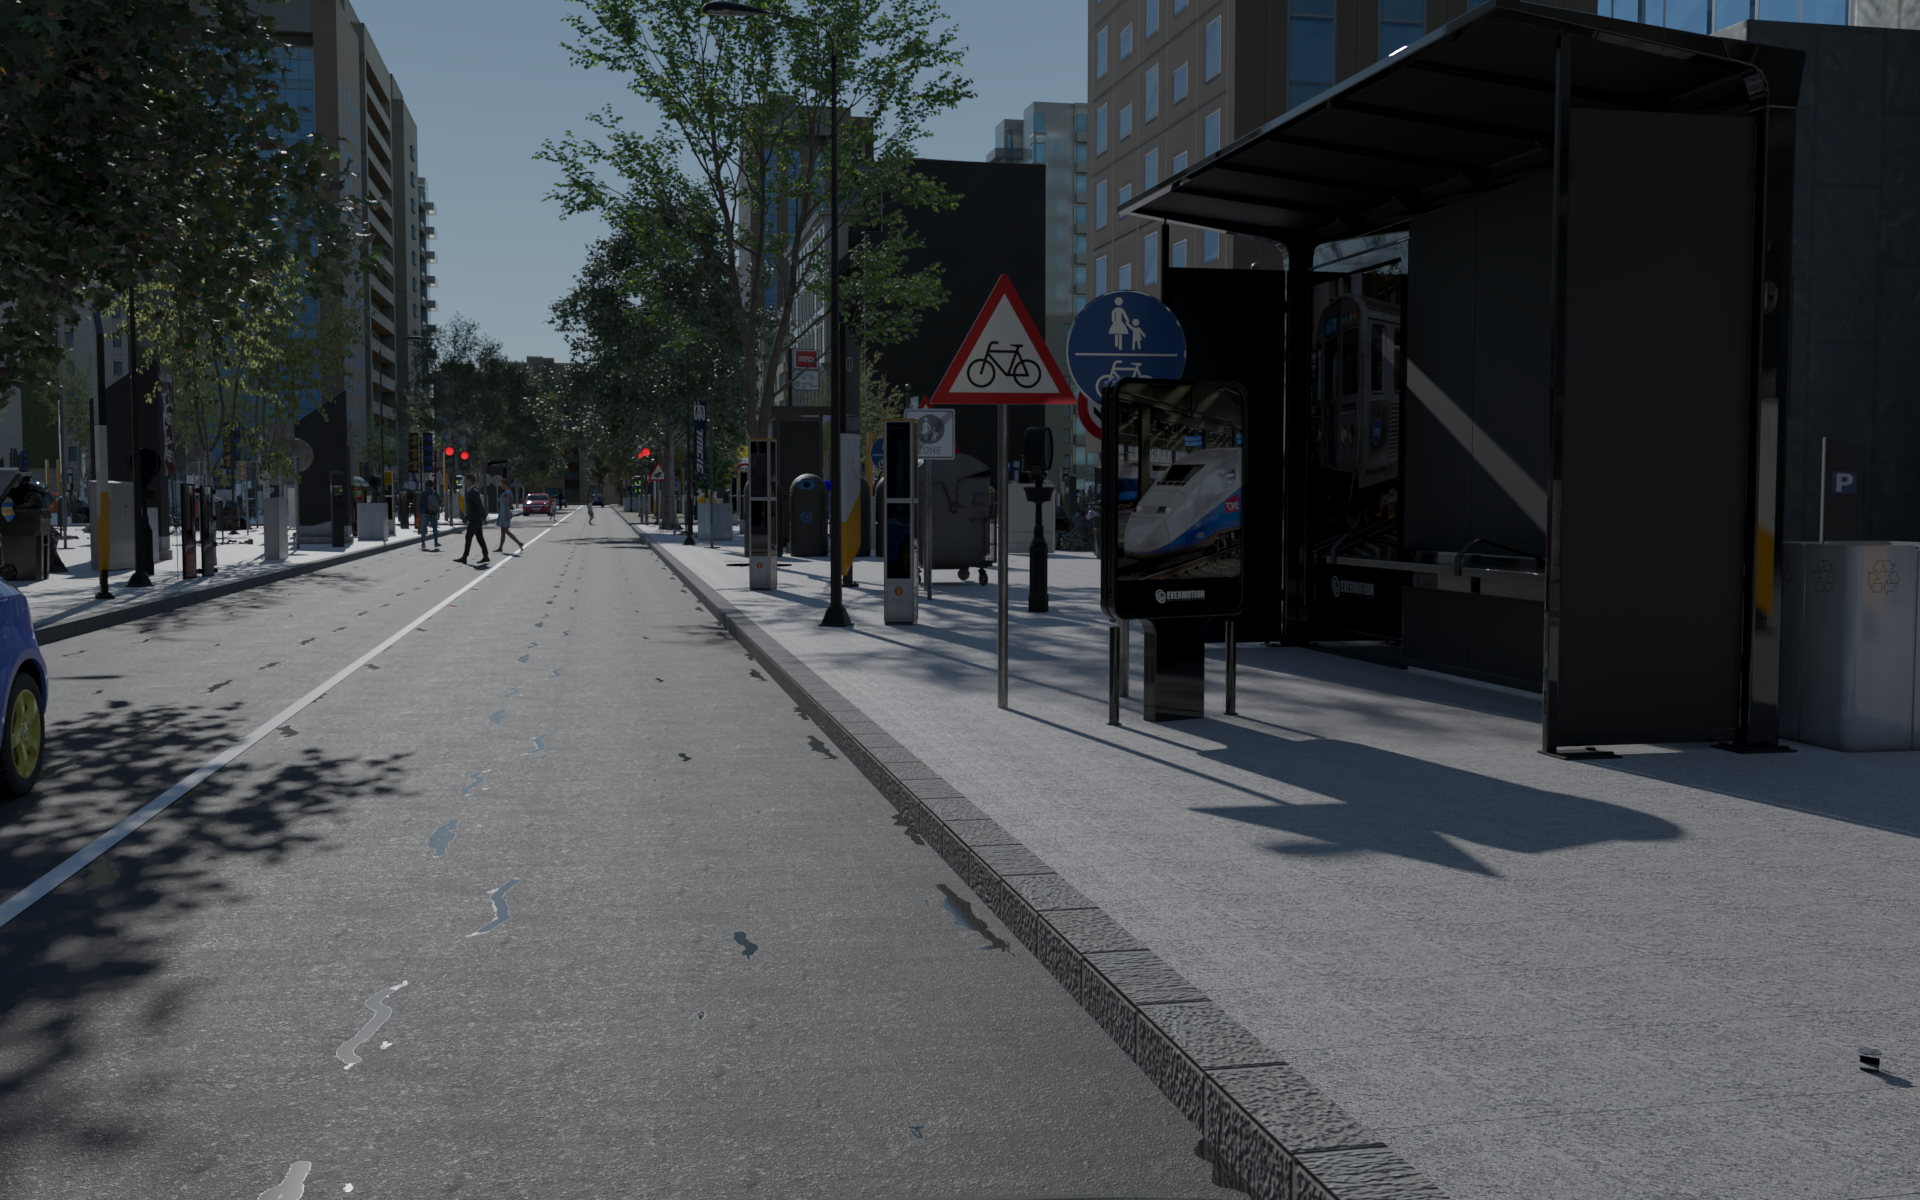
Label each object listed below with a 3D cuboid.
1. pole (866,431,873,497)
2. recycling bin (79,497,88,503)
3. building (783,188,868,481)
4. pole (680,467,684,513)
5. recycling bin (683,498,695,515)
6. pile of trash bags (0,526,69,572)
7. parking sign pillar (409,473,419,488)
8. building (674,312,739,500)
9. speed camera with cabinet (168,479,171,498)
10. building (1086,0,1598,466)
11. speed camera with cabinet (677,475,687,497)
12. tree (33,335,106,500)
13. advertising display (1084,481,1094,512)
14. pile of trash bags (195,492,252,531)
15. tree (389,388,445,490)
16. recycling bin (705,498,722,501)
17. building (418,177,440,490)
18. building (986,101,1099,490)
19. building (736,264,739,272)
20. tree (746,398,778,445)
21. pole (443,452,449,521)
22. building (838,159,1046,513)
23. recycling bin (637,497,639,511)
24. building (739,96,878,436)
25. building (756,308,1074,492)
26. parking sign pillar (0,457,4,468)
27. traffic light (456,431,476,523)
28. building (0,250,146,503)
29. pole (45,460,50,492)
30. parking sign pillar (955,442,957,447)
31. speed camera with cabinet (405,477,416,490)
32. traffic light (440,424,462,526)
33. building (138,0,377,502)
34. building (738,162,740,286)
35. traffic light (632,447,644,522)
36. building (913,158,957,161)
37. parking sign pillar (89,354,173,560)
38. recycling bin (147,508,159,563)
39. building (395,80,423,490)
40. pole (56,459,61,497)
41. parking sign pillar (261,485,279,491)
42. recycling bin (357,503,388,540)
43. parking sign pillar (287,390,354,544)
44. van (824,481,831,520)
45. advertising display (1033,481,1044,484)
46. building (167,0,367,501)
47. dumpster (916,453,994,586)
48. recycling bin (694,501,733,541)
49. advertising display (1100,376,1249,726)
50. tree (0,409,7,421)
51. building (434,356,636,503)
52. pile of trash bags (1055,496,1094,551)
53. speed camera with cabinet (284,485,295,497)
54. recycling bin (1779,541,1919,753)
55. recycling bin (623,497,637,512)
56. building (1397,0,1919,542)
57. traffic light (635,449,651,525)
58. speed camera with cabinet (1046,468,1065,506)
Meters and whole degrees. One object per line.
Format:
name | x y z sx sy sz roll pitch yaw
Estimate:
pole | -2.958 -3.833 56.515 0.158 3.312 0.155 0 3 0
recycling bin | -72.546 -7.978 142.991 0.722 1.027 0.722 1 4 16
building | -7.062 -21.151 143.075 12.463 27.353 25.104 -1 4 -12
pole | -19.137 -7.674 119.312 0.158 3.312 0.155 0 3 0
recycling bin | -16.324 -5.657 105.045 0.722 1.027 0.722 -2 4 -33
pile of trash bags | -15.549 -1.130 28.233 1.912 1.369 3.447 -1 4 -12
parking sign pillar | -41.315 -8.738 131.332 1.447 3.967 1.447 0 4 3
building | -40.071 -29.666 256.745 14.107 30.474 14.160 -1 4 -12
speed camera with cabinet | -48.909 -6.773 105.079 2.038 3.252 0.660 1 4 19
building | 12.589 -24.679 53.611 14.600 45.320 14.200 -1 4 -12
speed camera with cabinet | -19.155 -7.912 123.691 2.038 3.252 0.660 -2 4 -33
tree | -40.988 -8.004 81.230 4.737 8.622 4.395 0 3 0
advertising display | 6.388 -4.834 84.241 0.123 1.923 0.974 -2 4 -34
pile of trash bags | -26.365 -3.129 60.904 1.912 1.369 3.447 0 4 0
tree | -36.109 -10.100 115.492 4.360 8.622 3.978 0 3 0
recycling bin | -14.181 -5.338 99.836 0.722 1.027 0.722 3 5 42
building | -91.125 -38.575 250.310 30.456 49.044 23.786 -1 4 -12
building | 19.100 -36.297 213.063 30.456 49.044 23.786 -1 4 -12
building | -23.316 -35.323 269.411 23.993 40.220 32.217 -1 4 -12
tree | -15.253 -10.952 129.434 4.360 8.622 3.978 0 3 0
pole | -24.766 -5.479 83.424 0.158 3.312 0.155 0 3 0
building | -1.864 -17.965 123.407 12.332 23.373 15.834 -1 4 -12
recycling bin | -24.961 -7.319 132.221 0.722 1.027 0.722 1 4 14
building | -17.324 -33.380 195.876 14.600 45.320 14.200 -1 4 -12
building | -5.651 -20.265 176.365 27.650 21.520 28.899 -1 4 -12
parking sign pillar | -70.297 -8.417 126.089 1.447 3.967 1.447 -2 4 -29
traffic light | -21.976 -5.390 77.046 0.839 4.253 0.868 -1 4 -12
building | -98.070 -39.641 190.136 28.212 58.520 21.231 -1 4 -12
pole | -54.141 -6.665 102.819 0.158 3.312 0.155 0 3 0
parking sign pillar | -0.379 -6.200 89.839 1.447 3.967 1.447 -2 4 -26
speed camera with cabinet | -39.934 -8.177 128.022 2.038 3.252 0.660 -2 4 -32
traffic light | -20.346 -4.912 69.229 0.839 4.253 0.868 -1 4 -12
building | -67.938 -33.428 170.257 21.300 48.544 21.600 -1 4 -12
building | -19.825 -32.195 209.988 14.154 41.232 14.086 -1 4 -12
traffic light | -14.479 -5.486 78.620 0.839 4.253 0.868 -1 4 -12
building | -3.720 -32.419 213.647 14.086 41.232 14.154 -1 4 -12
parking sign pillar | -16.121 -2.761 33.622 1.447 3.967 1.447 0 4 -4
recycling bin | -15.248 -1.181 31.861 0.722 1.027 0.722 0 4 -3
building | -72.924 -34.972 195.488 21.600 48.544 21.300 -1 4 -12
pole | -53.100 -6.619 102.070 0.158 3.312 0.155 0 3 0
parking sign pillar | -41.342 -7.160 105.539 1.447 3.967 1.447 1 4 10
recycling bin | -16.533 -2.215 48.764 0.722 1.027 0.722 -1 4 -9
parking sign pillar | -16.560 -3.458 45.018 1.447 3.967 1.447 0 4 -7
van | -6.277 -4.426 76.753 5.245 2.365 2.240 -1 4 -13
advertising display | 2.582 -3.374 60.380 0.123 1.923 0.974 -2 4 -34
building | -60.947 -30.766 153.129 14.600 45.320 14.200 -1 4 -12
dumpster | -0.273 -1.166 24.828 1.264 1.857 1.865 -1 4 -12
recycling bin | -6.755 -2.155 47.793 0.722 1.027 0.722 -3 5 -42
advertising display | 1.218 -0.281 9.802 0.974 1.923 0.123 -2 4 -32
tree | -49.617 -8.274 85.644 4.360 8.622 3.978 0 3 0
building | -62.571 -25.355 259.590 28.899 21.520 27.650 -1 4 -12
pile of trash bags | 2.599 -1.877 40.438 1.912 1.369 3.447 -2 4 -24
speed camera with cabinet | -24.904 -4.413 66.493 2.038 3.252 0.660 -2 4 -33
recycling bin | 4.684 0.220 8.960 0.722 1.027 0.722 -1 4 -9
recycling bin | -24.008 -6.907 125.481 0.722 1.027 0.722 -1 4 -18
building | 22.602 -43.180 18.663 22.319 86.520 31.000 -1 4 -12
traffic light | -12.849 -5.008 70.803 0.839 4.253 0.868 -1 4 -12
speed camera with cabinet | 6.251 -7.264 113.108 2.038 3.252 0.660 -1 4 -18
